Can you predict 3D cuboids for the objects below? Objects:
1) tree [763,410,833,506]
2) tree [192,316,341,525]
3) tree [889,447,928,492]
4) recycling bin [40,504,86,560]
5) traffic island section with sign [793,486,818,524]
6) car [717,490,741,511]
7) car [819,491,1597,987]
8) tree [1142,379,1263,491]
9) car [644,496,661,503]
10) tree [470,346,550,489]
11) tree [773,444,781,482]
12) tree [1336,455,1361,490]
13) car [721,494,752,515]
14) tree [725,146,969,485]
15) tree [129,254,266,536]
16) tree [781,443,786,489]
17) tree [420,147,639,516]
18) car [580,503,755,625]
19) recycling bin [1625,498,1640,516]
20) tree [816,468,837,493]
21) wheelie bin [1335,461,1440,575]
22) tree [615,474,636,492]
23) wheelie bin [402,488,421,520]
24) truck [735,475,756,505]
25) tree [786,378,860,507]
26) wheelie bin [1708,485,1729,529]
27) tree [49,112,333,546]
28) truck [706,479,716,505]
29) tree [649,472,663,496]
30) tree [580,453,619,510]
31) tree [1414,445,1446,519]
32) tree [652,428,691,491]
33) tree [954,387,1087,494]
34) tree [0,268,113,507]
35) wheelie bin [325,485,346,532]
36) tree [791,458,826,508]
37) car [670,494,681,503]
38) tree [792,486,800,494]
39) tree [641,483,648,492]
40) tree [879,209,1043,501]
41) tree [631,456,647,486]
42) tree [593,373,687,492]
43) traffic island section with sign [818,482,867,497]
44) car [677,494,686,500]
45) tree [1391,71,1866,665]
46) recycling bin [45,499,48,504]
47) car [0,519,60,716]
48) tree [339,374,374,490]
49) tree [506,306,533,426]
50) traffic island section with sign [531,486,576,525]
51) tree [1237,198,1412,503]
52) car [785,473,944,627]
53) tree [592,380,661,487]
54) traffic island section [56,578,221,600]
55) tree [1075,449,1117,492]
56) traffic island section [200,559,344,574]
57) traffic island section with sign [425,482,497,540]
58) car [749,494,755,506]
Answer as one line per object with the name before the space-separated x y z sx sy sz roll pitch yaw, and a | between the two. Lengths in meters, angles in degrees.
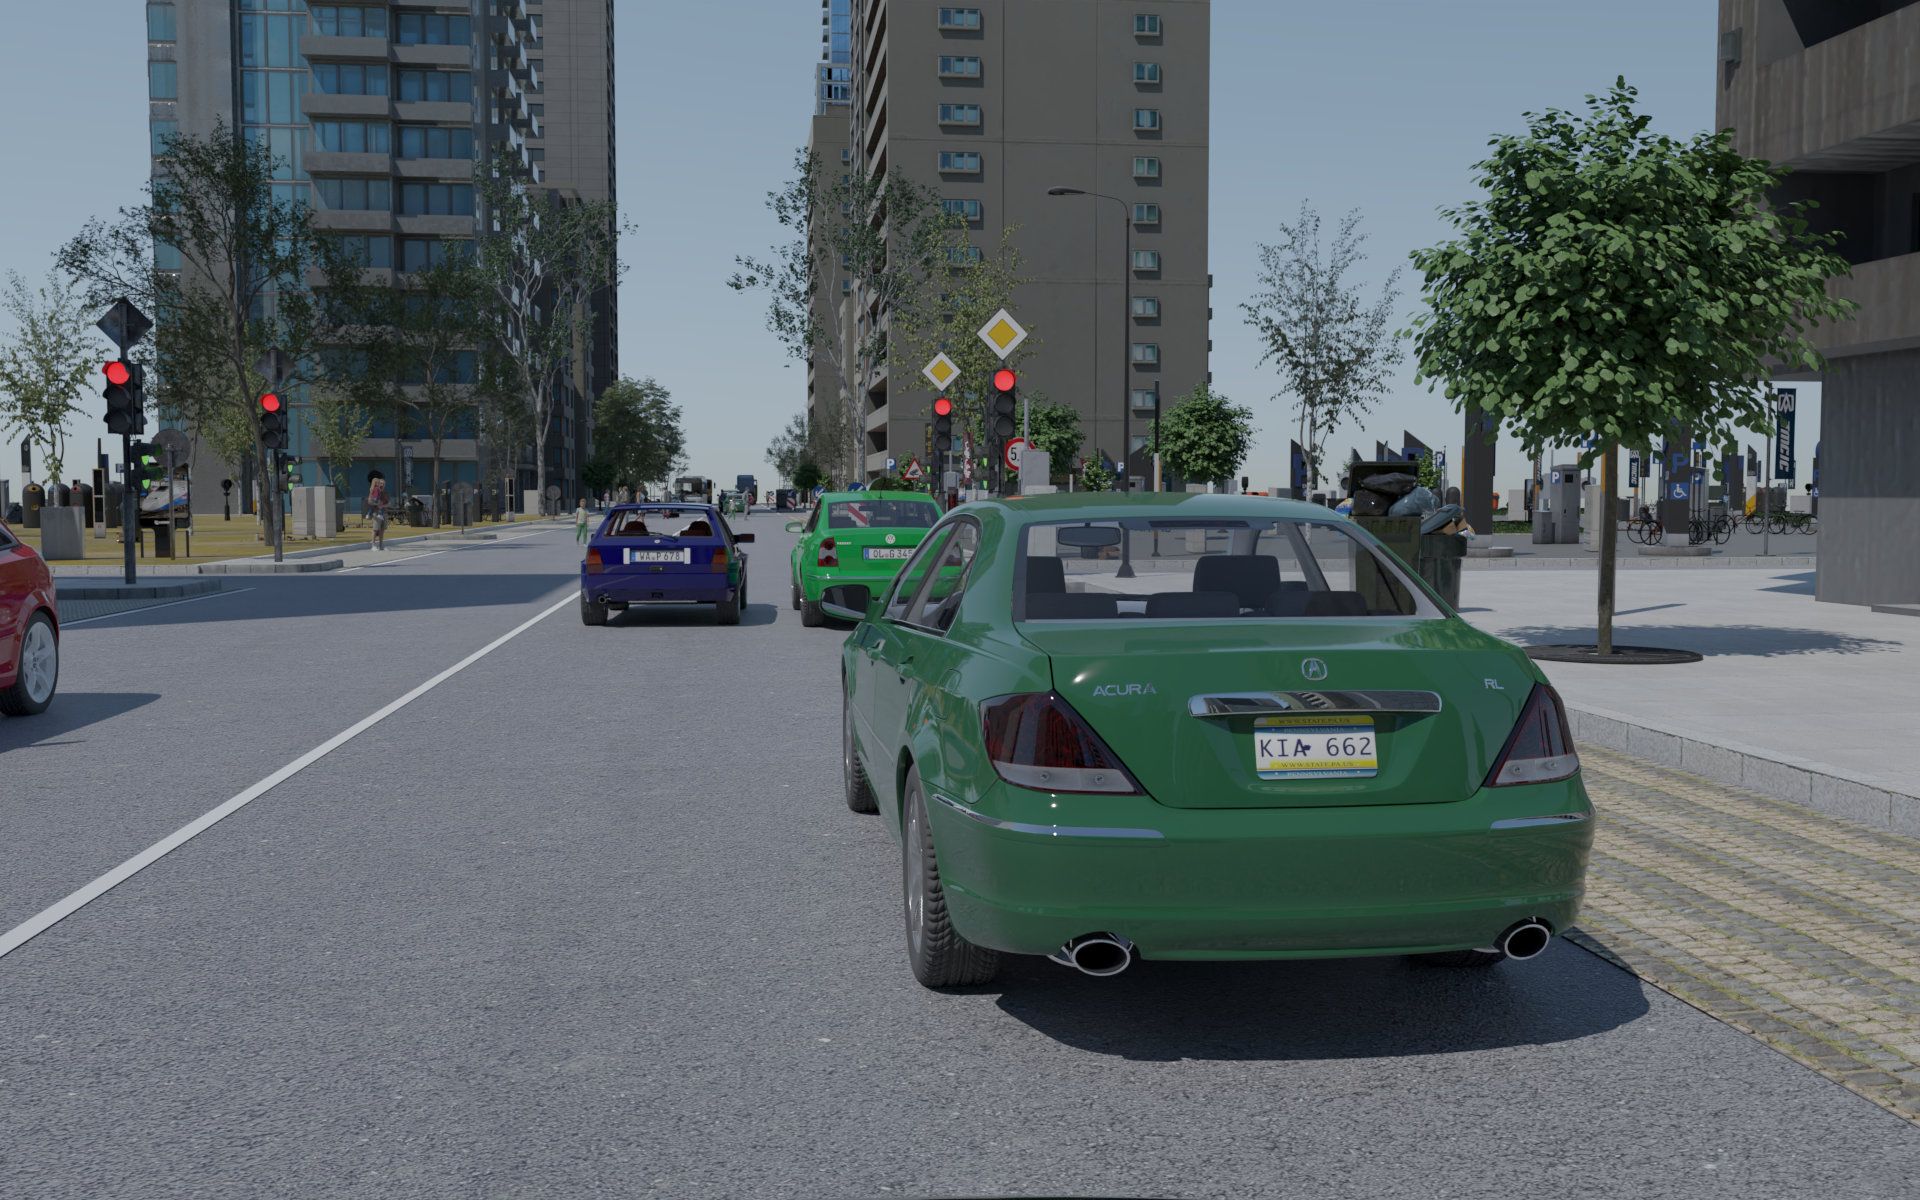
tree | -17.753 -15.730 191.598 8.767 10.594 7.601 0 4 2
tree | -28.778 -7.352 70.560 4.737 8.622 4.395 0 3 0
tree | -2.112 -4.536 68.757 1.663 3.219 1.824 0 3 0
recycling bin | -17.555 -1.306 33.909 0.722 1.027 0.722 -1 4 -22
traffic island section with sign | -6.926 -4.592 83.709 1.989 1.847 2.006 0 4 -7
car | -19.354 -8.403 146.056 2.281 1.827 5.304 -1 4 -9
car | 0.567 0.320 6.565 2.131 1.459 4.920 0 4 -8
tree | 6.920 -4.003 49.158 4.285 4.588 4.351 0 3 0
car | -20.008 -6.150 113.138 1.945 1.354 3.894 -1 4 -8
tree | -22.440 -8.327 86.514 4.360 8.622 3.978 0 3 0
tree | -22.502 -17.085 229.698 4.360 8.622 3.978 0 3 0
tree | 18.926 -5.436 83.485 1.663 3.219 1.824 0 3 0
car | -15.372 -6.566 119.150 2.131 1.459 4.920 0 4 -8
tree | -6.203 -14.620 94.931 12.611 20.169 13.585 0 3 0
tree | -23.794 -6.311 53.547 4.360 8.622 3.978 0 3 0
tree | -14.846 -13.418 169.753 4.360 8.622 3.978 0 3 0
tree | -25.136 -14.787 97.648 12.611 20.169 13.585 0 3 0
car | -3.393 -0.472 20.290 1.945 1.354 3.894 0 4 -5
recycling bin | 39.168 -5.408 100.969 0.722 1.027 0.722 -3 5 -44
tree | -9.755 -8.164 128.087 1.663 3.219 1.824 0 3 0
wheelie bin | 4.078 -0.528 16.539 0.980 1.594 0.693 0 4 5
tree | -31.476 -10.252 162.224 1.663 3.219 1.824 0 3 0
wheelie bin | -26.732 -4.683 84.468 0.980 1.594 0.693 -3 4 -36
truck | -29.248 -15.040 235.663 2.967 4.110 18.799 0 4 -6
tree | -7.820 -9.693 108.839 4.360 8.622 3.978 0 3 0
wheelie bin | 27.496 -3.369 62.984 0.693 1.594 0.980 -3 5 -43
tree | -17.208 -6.612 42.516 7.601 10.594 8.767 3 4 38
truck | -33.615 -14.067 225.916 3.469 3.379 9.791 -1 4 -8
tree | -37.080 -15.734 207.604 4.737 8.622 4.395 0 3 0
tree | -29.127 -9.538 139.655 4.285 4.588 4.351 0 3 0
tree | 18.247 -4.507 68.293 1.663 3.219 1.824 0 3 0
tree | -45.018 -20.765 265.263 9.928 11.665 9.643 0 3 0
tree | 2.272 -4.258 53.324 4.285 4.588 4.351 0 3 0
tree | -29.394 -6.441 55.674 4.737 8.622 4.395 0 3 0
wheelie bin | -21.212 -3.090 58.423 0.693 1.594 0.980 1 4 13
tree | -13.478 -10.563 156.422 4.285 4.588 4.351 0 3 0
car | -23.844 -7.975 142.189 2.131 1.459 4.920 0 4 -6
tree | -20.909 -13.991 223.350 1.663 3.219 1.824 0 3 0
tree | -37.232 -12.745 202.989 1.663 3.219 1.824 0 3 0
tree | 0.270 -5.749 44.360 4.737 8.622 4.395 0 3 0
tree | -36.167 -15.052 196.457 4.360 8.622 3.978 0 3 0
tree | -33.959 -16.916 183.227 9.857 13.997 8.962 0 3 0
traffic island section with sign | -3.541 -2.956 56.966 1.989 1.847 2.006 0 4 -7
car | -24.457 -8.314 147.728 2.131 1.459 4.920 -1 4 -9
tree | 5.113 -1.821 13.492 4.285 4.588 4.351 0 3 0
recycling bin | -48.040 -4.793 90.927 0.722 1.027 0.722 1 4 13
car | -6.681 -0.042 9.721 2.155 1.783 4.494 0 4 -7
tree | -37.317 -9.368 103.529 4.737 8.622 4.395 0 3 0
tree | -19.141 -7.927 64.020 8.767 10.594 7.601 3 5 40
traffic island section with sign | -19.021 -4.438 81.191 1.989 1.847 2.006 0 4 -7
tree | 9.165 -5.733 44.105 4.360 8.622 3.978 0 3 0
car | -1.025 -0.694 20.136 1.959 1.807 4.718 0 4 -8
tree | -33.714 -15.526 171.979 7.486 12.596 7.792 0 3 0
traffic island section | -11.889 -0.153 24.790 2.009 0.180 2.903 0 4 -7
tree | 5.403 -4.679 71.099 1.663 3.219 1.824 0 3 0
traffic island section | -12.889 -0.638 32.713 2.009 0.180 2.903 0 4 -7
traffic island section with sign | -15.653 -2.802 54.446 1.989 1.847 2.006 0 4 -7
car | -26.296 -12.466 212.851 2.155 1.783 4.494 0 4 -7
